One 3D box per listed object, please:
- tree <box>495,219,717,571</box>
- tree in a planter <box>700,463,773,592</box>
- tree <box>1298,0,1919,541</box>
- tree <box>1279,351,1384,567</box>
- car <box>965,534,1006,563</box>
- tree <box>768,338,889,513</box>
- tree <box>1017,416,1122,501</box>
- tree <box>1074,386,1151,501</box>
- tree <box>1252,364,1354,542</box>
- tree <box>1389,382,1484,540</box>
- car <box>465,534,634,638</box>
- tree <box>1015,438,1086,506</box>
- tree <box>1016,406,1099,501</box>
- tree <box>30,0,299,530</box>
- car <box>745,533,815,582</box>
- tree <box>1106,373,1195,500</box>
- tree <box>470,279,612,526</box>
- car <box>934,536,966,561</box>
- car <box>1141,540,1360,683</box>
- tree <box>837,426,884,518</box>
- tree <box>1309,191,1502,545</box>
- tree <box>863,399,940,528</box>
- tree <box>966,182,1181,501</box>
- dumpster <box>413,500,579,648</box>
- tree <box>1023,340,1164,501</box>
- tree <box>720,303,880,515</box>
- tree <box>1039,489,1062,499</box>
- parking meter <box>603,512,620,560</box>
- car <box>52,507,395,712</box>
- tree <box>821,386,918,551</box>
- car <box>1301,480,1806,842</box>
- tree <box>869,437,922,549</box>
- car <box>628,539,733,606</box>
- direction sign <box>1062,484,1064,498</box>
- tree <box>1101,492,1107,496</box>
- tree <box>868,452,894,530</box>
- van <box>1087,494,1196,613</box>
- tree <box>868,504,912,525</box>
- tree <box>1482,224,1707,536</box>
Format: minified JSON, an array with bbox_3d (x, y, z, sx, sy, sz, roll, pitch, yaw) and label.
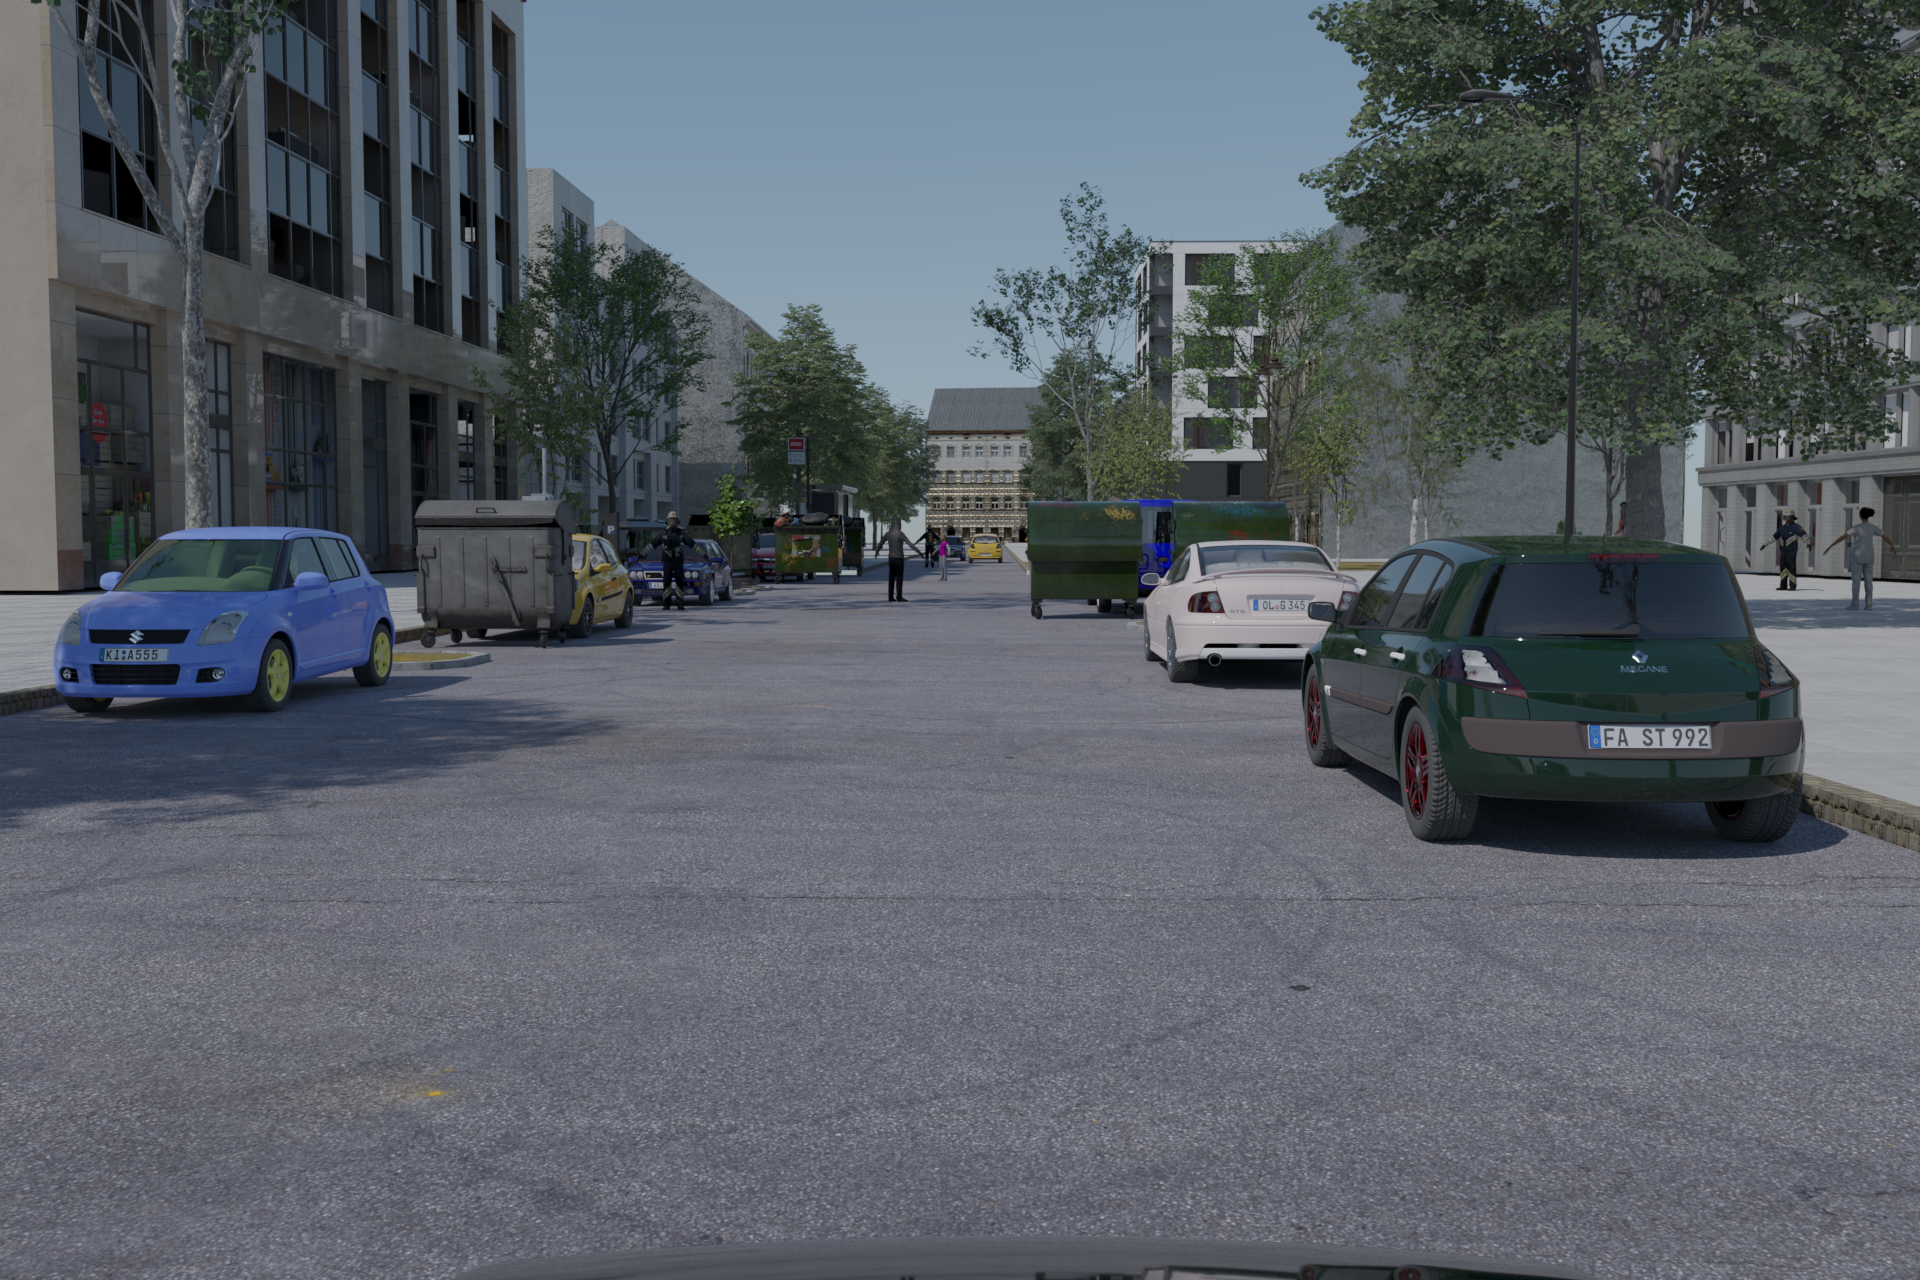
[{"bbox_3d":[-11.811,-8.100,58.183,9.928,11.665,9.643,0,3,0],"label":"tree"},{"bbox_3d":[-5.795,-2.854,43.884,1.991,3.239,1.994,0,4,1],"label":"tree in a planter"},{"bbox_3d":[9.279,-7.139,23.384,9.857,13.997,8.962,0,3,0],"label":"tree"},{"bbox_3d":[14.479,-7.127,66.889,4.737,8.622,4.395,0,3,0],"label":"tree"},{"bbox_3d":[1.271,-4.652,86.290,2.015,1.641,3.980,0,4,1],"label":"car"},{"bbox_3d":[-7.721,-11.111,99.789,7.486,12.596,7.792,0,3,0],"label":"tree"},{"bbox_3d":[8.316,-11.704,125.778,8.767,10.594,7.601,0,4,0],"label":"tree"},{"bbox_3d":[7.746,-8.264,85.485,4.737,8.622,4.395,0,3,0],"label":"tree"},{"bbox_3d":[14.468,-7.645,75.364,4.360,8.622,3.978,0,3,0],"label":"tree"},{"bbox_3d":[20.915,-7.798,77.867,4.360,8.622,3.978,0,3,0],"label":"tree"},{"bbox_3d":[-5.919,-0.908,25.066,2.015,1.641,3.980,0,4,2],"label":"car"},{"bbox_3d":[8.299,-13.491,154.987,7.601,10.594,8.767,-2,4,-27],"label":"tree"},{"bbox_3d":[8.261,-12.839,135.674,9.928,11.665,9.643,0,3,0],"label":"tree"},{"bbox_3d":[-13.061,-10.387,25.710,12.611,20.169,13.585,0,3,0],"label":"tree"},{"bbox_3d":[-5.499,-2.699,53.174,2.155,1.783,4.494,0,4,1],"label":"car"},{"bbox_3d":[8.838,-7.846,78.649,4.737,8.622,4.395,0,3,0],"label":"tree"},{"bbox_3d":[-11.897,-6.080,49.765,4.737,8.622,4.395,0,3,0],"label":"tree"},{"bbox_3d":[-0.561,-4.896,92.638,1.945,1.354,3.894,0,4,2],"label":"car"},{"bbox_3d":[2.976,-0.349,18.066,2.083,1.381,4.827,0,4,1],"label":"car"},{"bbox_3d":[-7.138,-10.041,114.540,4.737,8.622,4.395,0,3,0],"label":"tree"},{"bbox_3d":[9.432,-5.217,35.662,4.360,8.622,3.978,0,3,0],"label":"tree"},{"bbox_3d":[-6.497,-15.807,165.102,9.857,13.997,8.962,0,3,0],"label":"tree"},{"bbox_3d":[6.364,-14.695,96.159,12.611,20.169,13.585,0,3,0],"label":"tree"},{"bbox_3d":[-5.920,-0.852,22.150,1.865,1.857,1.264,0,4,1],"label":"dumpster"},{"bbox_3d":[8.580,-12.624,113.062,9.857,13.997,8.962,0,3,0],"label":"tree"},{"bbox_3d":[-7.846,-10.209,85.052,7.486,12.596,7.792,0,3,0],"label":"tree"},{"bbox_3d":[8.502,-13.048,163.695,4.360,8.622,3.978,0,3,0],"label":"tree"},{"bbox_3d":[-9.121,-2.424,45.337,0.399,1.863,0.255,0,4,1],"label":"parking meter"},{"bbox_3d":[-6.297,-0.334,15.060,1.945,1.707,3.694,0,4,1],"label":"car"},{"bbox_3d":[-6.969,-13.142,132.991,7.486,12.596,7.792,0,3,0],"label":"tree"},{"bbox_3d":[3.002,0.020,9.466,2.009,1.686,4.222,0,4,1],"label":"car"},{"bbox_3d":[-7.005,-13.258,151.186,8.767,10.594,7.601,1,4,16],"label":"tree"},{"bbox_3d":[-5.795,-1.428,35.931,1.945,1.354,3.894,0,4,1],"label":"car"},{"bbox_3d":[4.655,-5.287,78.434,0.379,3.537,0.876,0,3,0],"label":"direction sign"},{"bbox_3d":[20.472,-19.762,257.515,7.601,10.594,8.767,0,4,8],"label":"tree"},{"bbox_3d":[-6.971,-11.790,143.120,4.737,8.622,4.395,0,3,0],"label":"tree"},{"bbox_3d":[3.456,-1.756,33.088,2.240,2.365,5.245,0,4,1],"label":"van"},{"bbox_3d":[-10.220,-19.645,255.607,7.601,10.594,8.767,0,4,-1],"label":"tree"},{"bbox_3d":[24.658,-9.470,65.201,12.009,13.543,11.850,0,3,0],"label":"tree"}]
